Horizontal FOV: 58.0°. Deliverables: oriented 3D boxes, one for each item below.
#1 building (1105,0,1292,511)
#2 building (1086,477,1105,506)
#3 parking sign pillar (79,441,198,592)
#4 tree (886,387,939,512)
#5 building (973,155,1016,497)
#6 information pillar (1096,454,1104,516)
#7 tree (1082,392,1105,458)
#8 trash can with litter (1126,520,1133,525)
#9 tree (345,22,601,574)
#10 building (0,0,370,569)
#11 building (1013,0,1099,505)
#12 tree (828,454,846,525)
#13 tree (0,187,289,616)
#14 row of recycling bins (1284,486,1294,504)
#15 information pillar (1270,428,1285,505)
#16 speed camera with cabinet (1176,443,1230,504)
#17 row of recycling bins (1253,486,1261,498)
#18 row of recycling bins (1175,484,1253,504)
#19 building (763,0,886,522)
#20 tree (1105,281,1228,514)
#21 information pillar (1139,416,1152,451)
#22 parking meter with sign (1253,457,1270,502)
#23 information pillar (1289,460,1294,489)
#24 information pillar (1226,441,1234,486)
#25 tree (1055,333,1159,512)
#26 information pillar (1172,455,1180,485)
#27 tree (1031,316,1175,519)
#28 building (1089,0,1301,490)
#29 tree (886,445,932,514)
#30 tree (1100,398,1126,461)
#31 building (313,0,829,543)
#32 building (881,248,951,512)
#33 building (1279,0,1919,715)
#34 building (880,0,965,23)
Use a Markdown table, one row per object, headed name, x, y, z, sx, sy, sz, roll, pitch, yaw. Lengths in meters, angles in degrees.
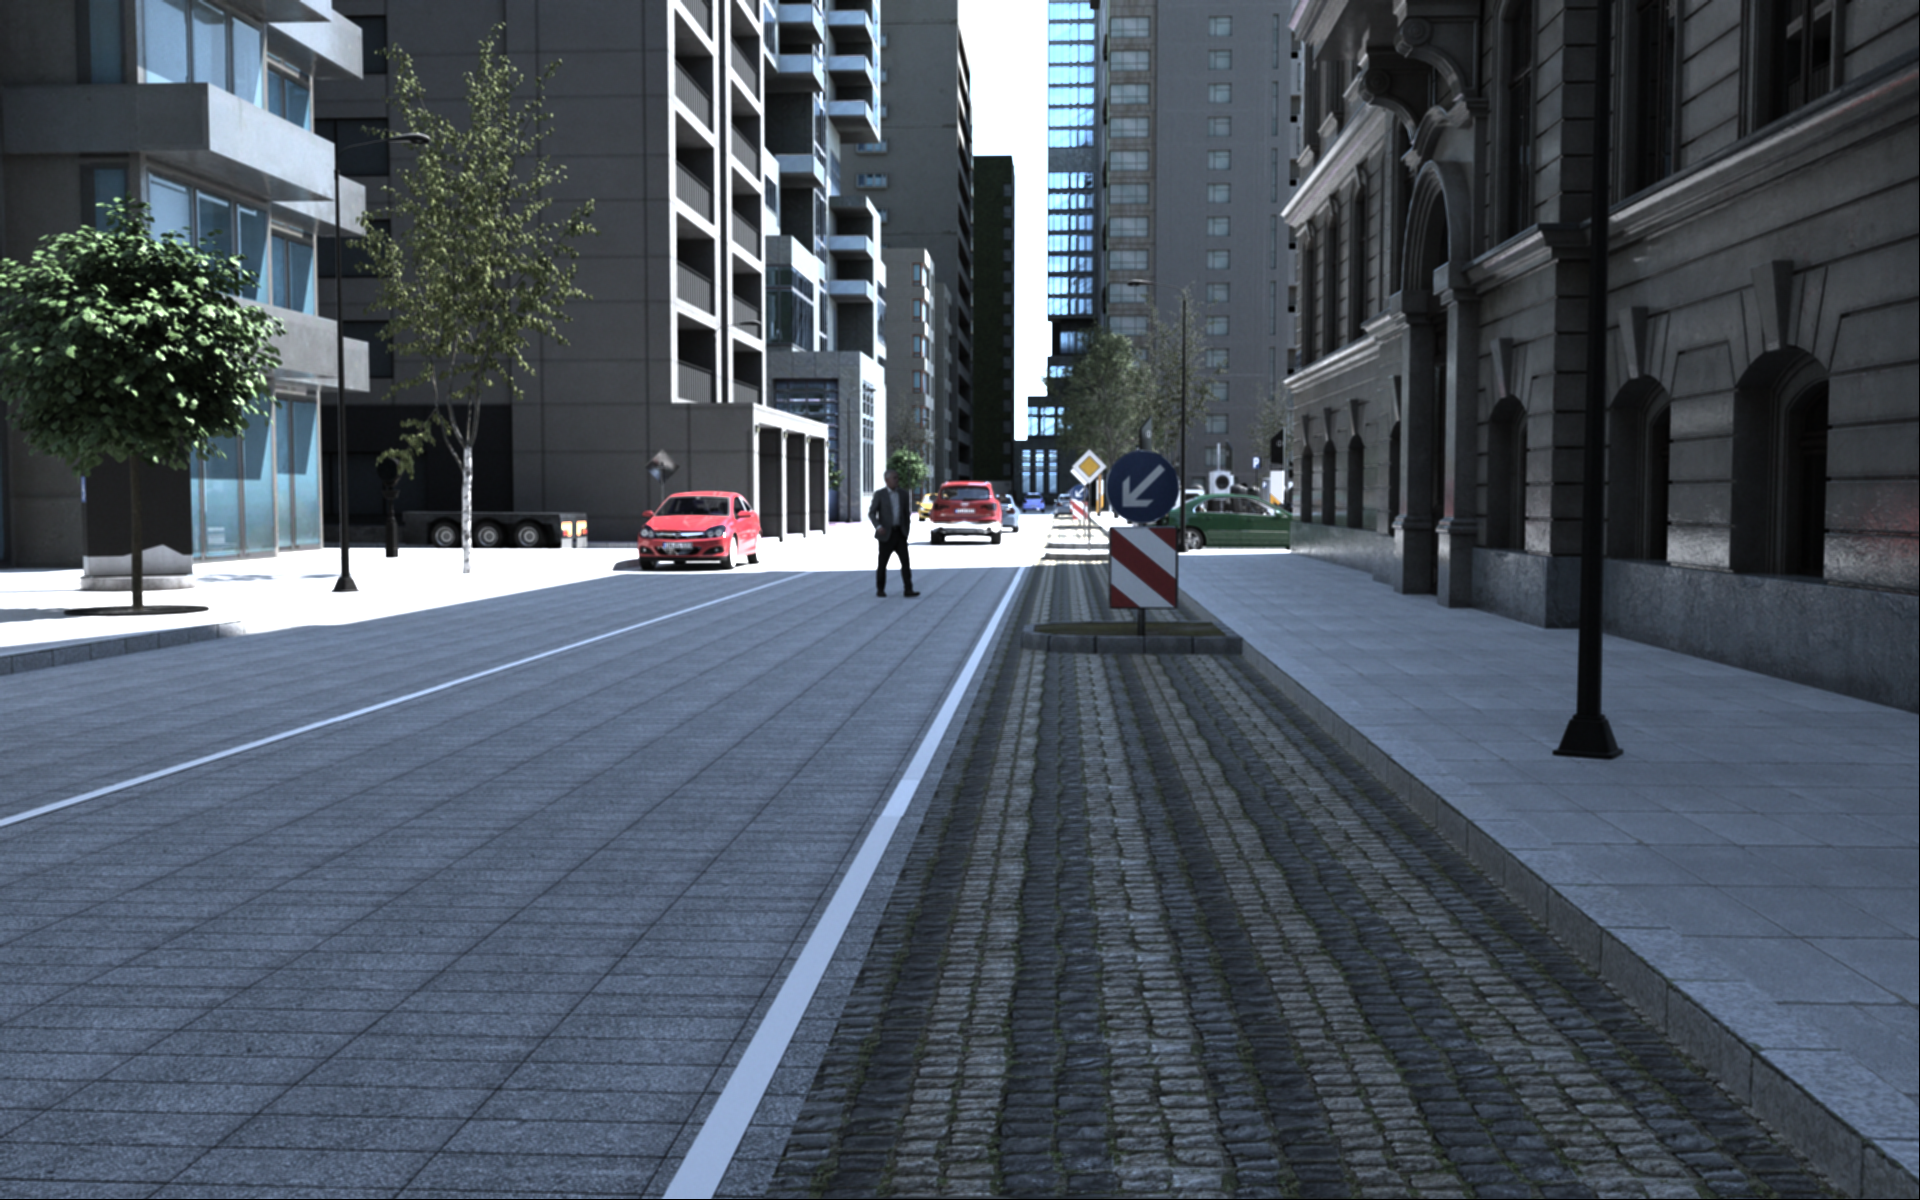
| name | x | y | z | sx | sy | sz | roll | pitch | yaw |
| --- | --- | --- | --- | --- | --- | --- | --- | --- | --- |
| building | 18.849 | -27.921 | 140.101 | 14.154 | 41.232 | 14.086 | 0 | 4 | 3 |
| building | 23.784 | -45.617 | 184.095 | 20.563 | 71.187 | 20.611 | 0 | 4 | 3 |
| parking sign pillar | -11.107 | -2.131 | 23.315 | 1.447 | 3.967 | 1.447 | -2 | 4 | -35 |
| tree | -3.435 | -10.293 | 118.652 | 4.360 | 8.622 | 3.978 | 0 | 3 | 0 |
| building | -0.275 | -32.316 | 211.953 | 14.086 | 41.232 | 14.154 | 0 | 4 | 3 |
| information pillar | 8.080 | -6.653 | 100.127 | 0.504 | 3.616 | 0.183 | -2 | 4 | -35 |
| tree | 9.819 | -9.773 | 110.150 | 4.360 | 8.622 | 3.978 | 0 | 3 | 0 |
| trash can with litter | 7.377 | -3.769 | 73.012 | 0.624 | 1.170 | 1.055 | -1 | 4 | -18 |
| tree | -7.926 | -4.739 | 27.847 | 4.737 | 8.622 | 4.395 | 0 | 3 | 0 |
| building | -27.809 | -25.057 | 29.291 | 30.456 | 49.044 | 23.786 | 0 | 4 | 3 |
| building | 22.473 | -55.089 | 213.383 | 31.000 | 86.520 | 22.319 | 0 | 4 | 3 |
| tree | -5.536 | -4.740 | 72.099 | 1.663 | 3.219 | 1.824 | 0 | 3 | 0 |
| tree | -9.033 | -2.139 | 18.692 | 4.285 | 4.588 | 4.351 | 0 | 3 | 0 |
| row of recycling bins | 14.950 | -4.112 | 74.339 | 3.534 | 1.692 | 1.069 | 2 | 4 | 34 |
| information pillar | 11.228 | -4.274 | 61.234 | 0.504 | 3.616 | 0.183 | 2 | 4 | 27 |
| speed camera with cabinet | 9.418 | -4.450 | 67.096 | 2.038 | 3.252 | 0.660 | -1 | 4 | -13 |
| row of recycling bins | 14.403 | -5.133 | 91.036 | 1.069 | 1.692 | 3.534 | -3 | 5 | -39 |
| row of recycling bins | 10.493 | -4.072 | 73.686 | 3.534 | 1.692 | 1.069 | -1 | 4 | -10 |
| building | -14.715 | -47.653 | 91.797 | 22.319 | 86.520 | 31.000 | 0 | 4 | 3 |
| tree | 7.365 | -6.747 | 60.679 | 4.360 | 8.622 | 3.978 | 0 | 3 | 0 |
| information pillar | 5.542 | -3.689 | 51.673 | 0.504 | 3.616 | 0.183 | -3 | 5 | -42 |
| parking meter with sign | 14.641 | -5.221 | 81.622 | 1.738 | 3.016 | 0.543 | -2 | 4 | -28 |
| information pillar | 22.518 | -7.714 | 117.486 | 0.504 | 3.616 | 0.183 | 0 | 4 | 5 |
| information pillar | 11.789 | -5.166 | 75.813 | 0.183 | 3.616 | 0.504 | -2 | 4 | -26 |
| tree | 10.468 | -12.506 | 122.597 | 7.486 | 12.596 | 7.792 | 0 | 3 | 0 |
| information pillar | 12.945 | -6.882 | 103.880 | 0.504 | 3.616 | 0.183 | 0 | 4 | 1 |
| tree | 7.928 | -9.561 | 90.742 | 7.601 | 10.594 | 8.767 | 2 | 4 | 33 |
| building | 26.469 | -34.914 | 160.088 | 28.713 | 52.752 | 27.495 | 0 | 4 | 3 |
| tree | -3.510 | -7.915 | 113.127 | 4.285 | 4.588 | 4.351 | 0 | 3 | 0 |
| tree | 11.631 | -11.033 | 130.744 | 4.737 | 8.622 | 4.395 | 0 | 3 | 0 |
| building | -15.103 | -37.734 | 55.208 | 20.563 | 71.187 | 20.611 | 0 | 4 | 3 |
| building | -15.401 | -17.868 | 137.175 | 27.650 | 21.520 | 28.899 | 0 | 4 | 3 |
| building | 11.374 | -12.289 | 20.009 | 14.460 | 24.649 | 34.723 | 0 | 4 | 3 |
| building | -10.198 | -32.906 | 161.722 | 21.300 | 48.544 | 21.600 | 0 | 4 | 3 |
